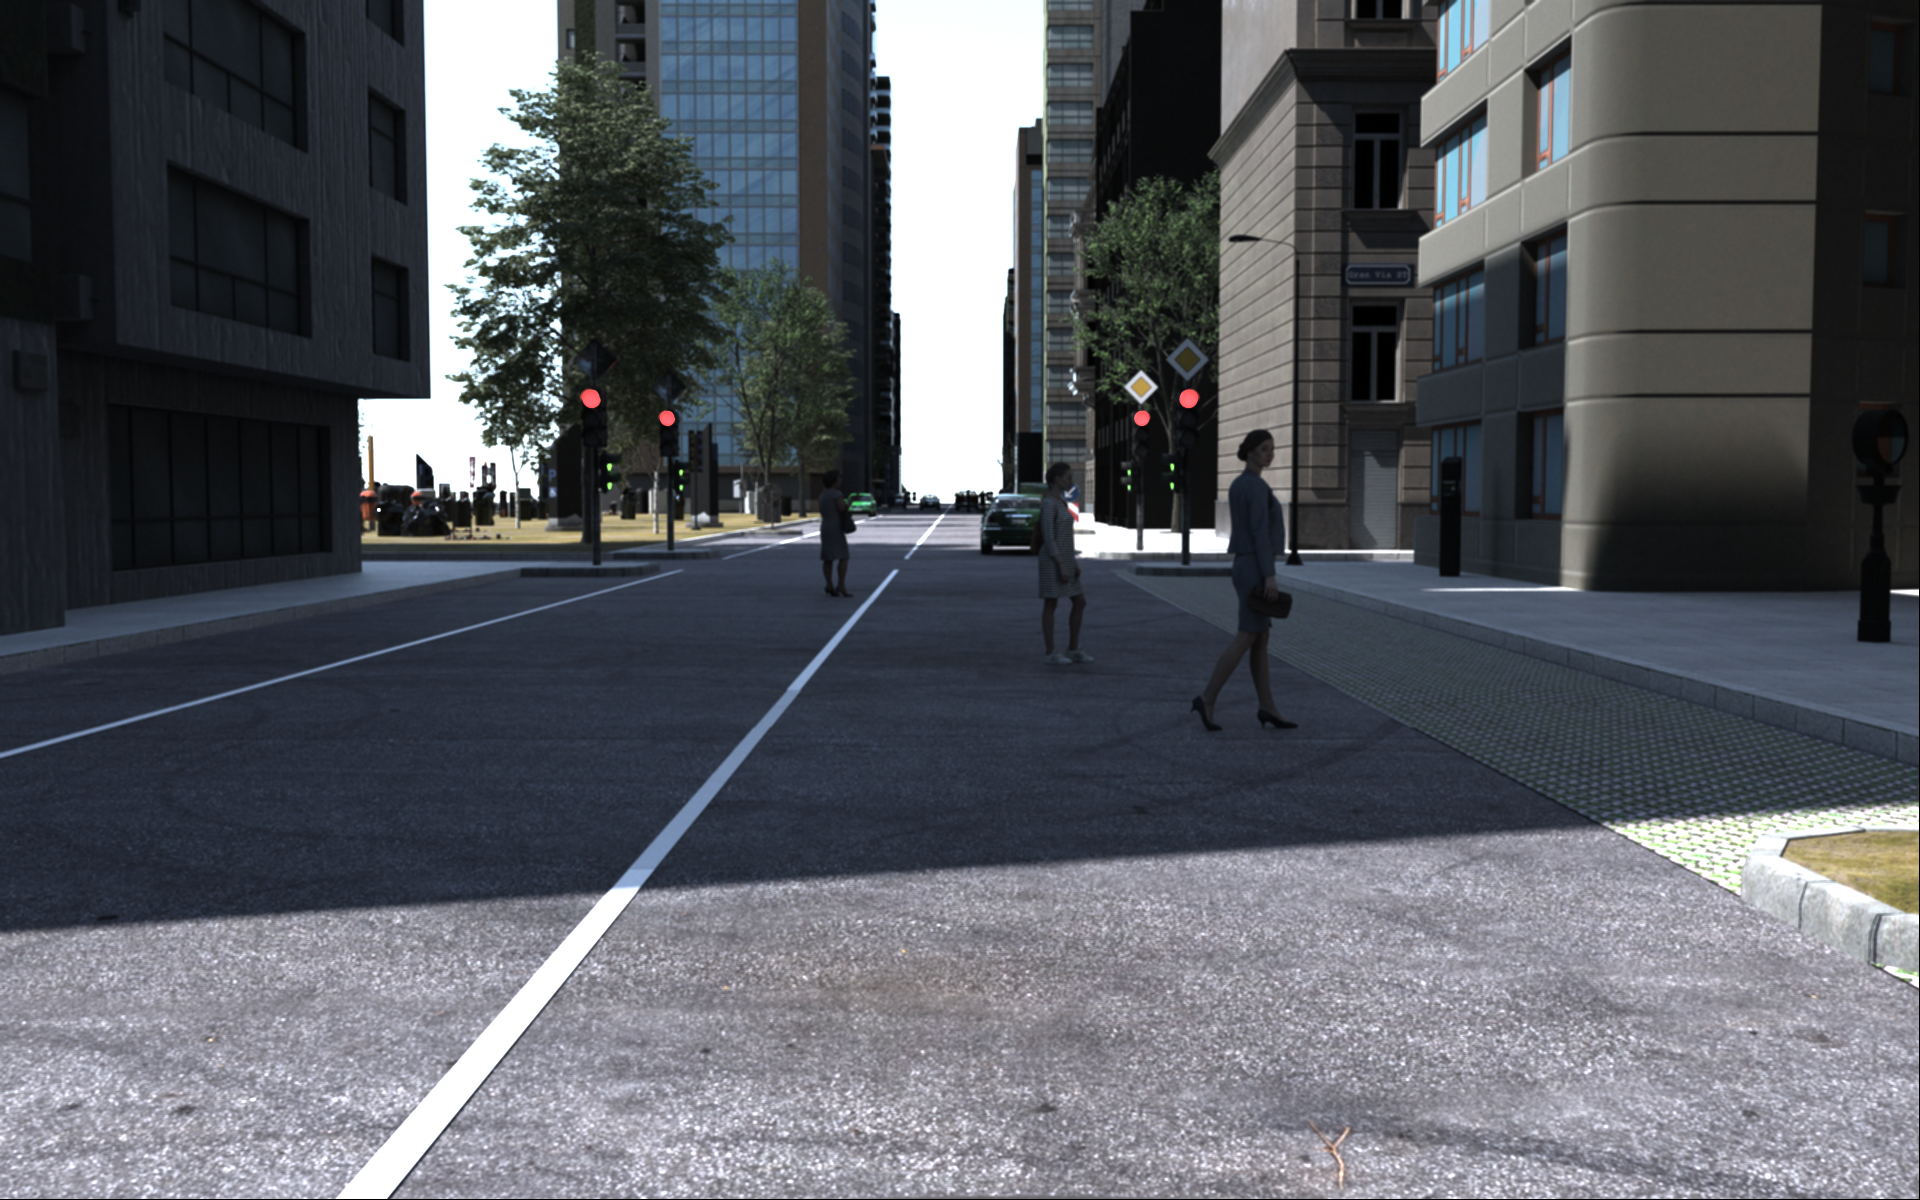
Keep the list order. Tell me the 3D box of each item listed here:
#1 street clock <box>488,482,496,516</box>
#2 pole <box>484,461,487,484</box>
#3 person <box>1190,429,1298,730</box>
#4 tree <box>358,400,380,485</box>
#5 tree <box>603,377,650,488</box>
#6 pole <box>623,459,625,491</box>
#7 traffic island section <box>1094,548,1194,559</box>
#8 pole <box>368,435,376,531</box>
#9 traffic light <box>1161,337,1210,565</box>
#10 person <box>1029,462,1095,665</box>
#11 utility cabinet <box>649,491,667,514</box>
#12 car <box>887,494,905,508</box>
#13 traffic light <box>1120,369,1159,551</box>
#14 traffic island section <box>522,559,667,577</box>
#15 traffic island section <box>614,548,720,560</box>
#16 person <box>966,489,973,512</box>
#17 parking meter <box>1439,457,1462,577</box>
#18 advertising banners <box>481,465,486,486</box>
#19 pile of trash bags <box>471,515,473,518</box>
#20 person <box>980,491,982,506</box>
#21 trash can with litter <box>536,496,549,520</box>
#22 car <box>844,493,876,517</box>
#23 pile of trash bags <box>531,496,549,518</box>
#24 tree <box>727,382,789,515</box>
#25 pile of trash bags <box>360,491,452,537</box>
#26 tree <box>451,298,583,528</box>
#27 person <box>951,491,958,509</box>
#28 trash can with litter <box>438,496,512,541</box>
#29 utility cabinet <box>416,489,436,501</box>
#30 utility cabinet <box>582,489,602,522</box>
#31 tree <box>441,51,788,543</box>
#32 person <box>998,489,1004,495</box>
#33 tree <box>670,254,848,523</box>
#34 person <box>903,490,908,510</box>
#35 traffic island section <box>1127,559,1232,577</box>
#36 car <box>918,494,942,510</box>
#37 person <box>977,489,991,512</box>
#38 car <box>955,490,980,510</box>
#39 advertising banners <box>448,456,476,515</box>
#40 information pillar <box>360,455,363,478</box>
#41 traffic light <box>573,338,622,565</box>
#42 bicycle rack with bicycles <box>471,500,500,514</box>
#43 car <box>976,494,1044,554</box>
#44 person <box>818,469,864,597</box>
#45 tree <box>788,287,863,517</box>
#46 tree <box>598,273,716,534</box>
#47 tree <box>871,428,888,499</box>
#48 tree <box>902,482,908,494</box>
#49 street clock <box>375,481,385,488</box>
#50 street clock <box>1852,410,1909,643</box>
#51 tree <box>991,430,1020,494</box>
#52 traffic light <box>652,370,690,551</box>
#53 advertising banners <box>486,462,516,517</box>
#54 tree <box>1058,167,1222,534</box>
[{"bbox_3d":[-27.397,-5.934,101.594,0.471,2.002,0.358,-1,4,-11],"label":"street clock"},{"bbox_3d":[-29.468,-6.958,107.611,0.158,3.312,0.155,0,3,0],"label":"pole"},{"bbox_3d":[1.740,-0.124,10.546,0.654,1.822,0.581,1,4,9],"label":"person"},{"bbox_3d":[-35.582,-9.184,100.525,4.360,8.622,3.978,0,3,0],"label":"tree"},{"bbox_3d":[-18.808,-8.957,96.811,4.737,8.622,4.395,0,3,0],"label":"tree"},{"bbox_3d":[-19.631,-6.568,101.234,0.158,3.312,0.155,0,3,0],"label":"pole"},{"bbox_3d":[4.104,-1.042,39.311,2.009,0.180,2.903,0,3,0],"label":"traffic island section"},{"bbox_3d":[-20.484,-4.064,60.288,0.158,3.312,0.155,0,3,0],"label":"pole"},{"bbox_3d":[4.060,-2.587,31.212,0.839,4.253,0.868,0,3,0],"label":"traffic light"},{"bbox_3d":[0.830,-0.312,14.598,0.522,1.701,0.512,1,4,20],"label":"person"},{"bbox_3d":[-19.092,-6.165,109.477,1.173,1.500,0.318,-3,5,-43],"label":"utility cabinet"},{"bbox_3d":[-6.301,-9.880,173.542,2.014,1.417,4.499,0,3,0],"label":"car"},{"bbox_3d":[4.064,-3.075,39.197,0.839,4.253,0.868,0,3,0],"label":"traffic light"},{"bbox_3d":[-6.592,-0.554,31.337,2.009,0.180,2.903,0,3,0],"label":"traffic island section"},{"bbox_3d":[-6.587,-1.042,39.322,2.009,0.180,2.903,0,3,0],"label":"traffic island section"},{"bbox_3d":[0.706,-7.776,135.644,0.705,1.822,1.348,1,4,16],"label":"person"},{"bbox_3d":[7.656,-1.303,27.021,0.255,1.863,0.399,2,4,27],"label":"parking meter"},{"bbox_3d":[-29.066,-6.583,103.813,0.090,3.025,2.074,2,4,32],"label":"advertising banners"},{"bbox_3d":[-27.373,-5.015,91.749,3.447,1.369,1.912,3,5,42],"label":"pile of trash bags"},{"bbox_3d":[2.618,-12.518,213.188,0.705,1.822,1.348,-2,4,-32],"label":"person"},{"bbox_3d":[-20.677,-4.600,86.593,1.055,1.170,0.624,1,4,21],"label":"trash can with litter"},{"bbox_3d":[-6.244,-6.104,108.599,1.959,1.807,4.718,0,4,1],"label":"car"},{"bbox_3d":[-23.385,-5.559,100.638,1.912,1.369,3.447,-3,4,-38],"label":"pile of trash bags"},{"bbox_3d":[-12.473,-9.552,106.533,4.360,8.622,3.978,0,3,0],"label":"tree"},{"bbox_3d":[-17.252,-2.659,53.223,3.447,1.369,1.912,2,4,32],"label":"pile of trash bags"},{"bbox_3d":[-16.617,-6.979,64.474,4.360,8.622,3.978,0,3,0],"label":"tree"},{"bbox_3d":[-0.302,-9.709,168.026,1.217,1.735,0.721,2,4,25],"label":"person"},{"bbox_3d":[-13.650,-2.316,48.924,2.233,1.210,1.678,-3,4,-36],"label":"trash can with litter"},{"bbox_3d":[-25.563,-4.544,82.970,0.318,1.500,1.173,1,4,20],"label":"utility cabinet"},{"bbox_3d":[-16.556,-4.190,77.188,1.173,1.500,0.318,0,4,-7],"label":"utility cabinet"},{"bbox_3d":[-9.283,-7.760,45.006,7.486,12.596,7.792,0,3,0],"label":"tree"},{"bbox_3d":[2.863,-6.854,120.699,1.348,1.807,0.705,-2,4,-25],"label":"person"},{"bbox_3d":[-8.666,-9.227,76.612,9.928,11.665,9.643,0,3,0],"label":"tree"},{"bbox_3d":[-4.785,-8.959,155.508,0.750,1.759,0.617,3,5,44],"label":"person"},{"bbox_3d":[4.100,-0.553,31.326,2.009,0.180,2.903,0,3,0],"label":"traffic island section"},{"bbox_3d":[-2.711,-8.837,156.280,2.131,1.459,4.920,0,4,-1],"label":"car"},{"bbox_3d":[1.906,-8.068,140.544,1.348,1.807,0.705,2,4,28],"label":"person"},{"bbox_3d":[0.654,-8.811,152.725,2.281,1.827,5.304,0,4,0],"label":"car"},{"bbox_3d":[-22.998,-5.130,80.062,2.074,3.025,0.090,3,4,38],"label":"advertising banners"},{"bbox_3d":[-35.970,-6.869,103.665,0.183,3.616,0.504,3,4,37],"label":"information pillar"},{"bbox_3d":[-6.552,-2.586,31.202,0.839,4.253,0.868,0,3,0],"label":"traffic light"},{"bbox_3d":[-29.870,-5.860,109.190,2.925,0.926,2.852,-2,4,-31],"label":"bicycle rack with bicycles"},{"bbox_3d":[1.447,-1.881,42.558,2.131,1.459,4.920,0,4,2],"label":"car"},{"bbox_3d":[-1.644,-0.941,24.241,0.532,1.782,0.716,-3,4,-39],"label":"person"},{"bbox_3d":[-8.923,-10.829,95.186,7.486,12.596,7.792,0,3,0],"label":"tree"},{"bbox_3d":[-9.854,-6.451,55.842,4.360,8.622,3.978,0,3,0],"label":"tree"},{"bbox_3d":[-9.628,-14.678,190.349,4.737,8.622,4.395,0,3,0],"label":"tree"},{"bbox_3d":[-9.019,-17.086,273.957,1.663,3.219,1.824,0,3,0],"label":"tree"},{"bbox_3d":[-32.794,-5.680,97.434,0.471,2.002,0.358,-1,4,-12],"label":"street clock"},{"bbox_3d":[7.944,-0.638,14.994,0.471,2.002,0.358,-2,4,-30],"label":"street clock"},{"bbox_3d":[5.994,-15.148,198.029,4.360,8.622,3.978,0,3,0],"label":"tree"},{"bbox_3d":[-6.547,-3.074,39.187,0.839,4.253,0.868,0,3,0],"label":"traffic light"},{"bbox_3d":[-25.159,-6.065,95.349,0.090,3.025,2.074,2,4,28],"label":"advertising banners"},{"bbox_3d":[7.065,-7.975,56.148,9.928,11.665,9.643,0,3,0],"label":"tree"}]
